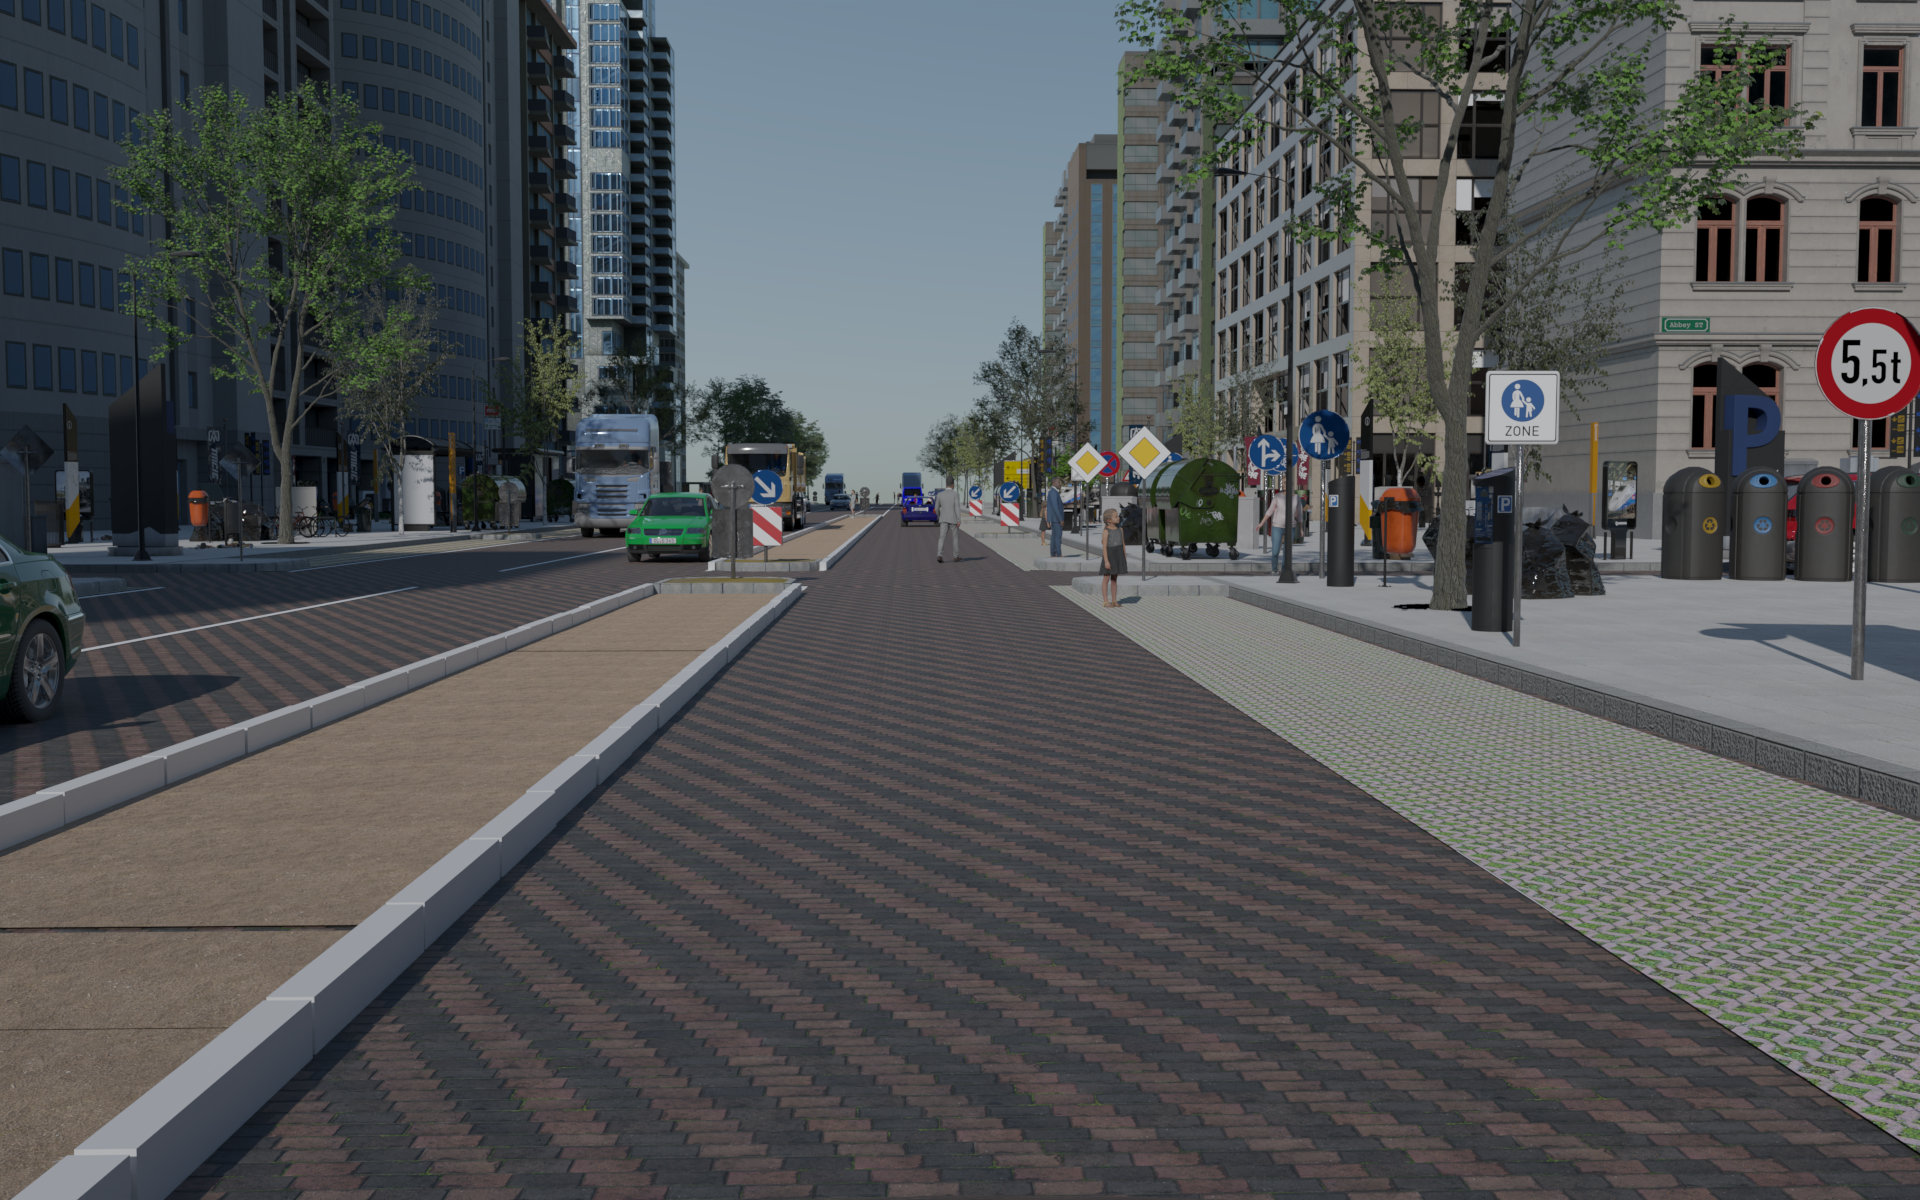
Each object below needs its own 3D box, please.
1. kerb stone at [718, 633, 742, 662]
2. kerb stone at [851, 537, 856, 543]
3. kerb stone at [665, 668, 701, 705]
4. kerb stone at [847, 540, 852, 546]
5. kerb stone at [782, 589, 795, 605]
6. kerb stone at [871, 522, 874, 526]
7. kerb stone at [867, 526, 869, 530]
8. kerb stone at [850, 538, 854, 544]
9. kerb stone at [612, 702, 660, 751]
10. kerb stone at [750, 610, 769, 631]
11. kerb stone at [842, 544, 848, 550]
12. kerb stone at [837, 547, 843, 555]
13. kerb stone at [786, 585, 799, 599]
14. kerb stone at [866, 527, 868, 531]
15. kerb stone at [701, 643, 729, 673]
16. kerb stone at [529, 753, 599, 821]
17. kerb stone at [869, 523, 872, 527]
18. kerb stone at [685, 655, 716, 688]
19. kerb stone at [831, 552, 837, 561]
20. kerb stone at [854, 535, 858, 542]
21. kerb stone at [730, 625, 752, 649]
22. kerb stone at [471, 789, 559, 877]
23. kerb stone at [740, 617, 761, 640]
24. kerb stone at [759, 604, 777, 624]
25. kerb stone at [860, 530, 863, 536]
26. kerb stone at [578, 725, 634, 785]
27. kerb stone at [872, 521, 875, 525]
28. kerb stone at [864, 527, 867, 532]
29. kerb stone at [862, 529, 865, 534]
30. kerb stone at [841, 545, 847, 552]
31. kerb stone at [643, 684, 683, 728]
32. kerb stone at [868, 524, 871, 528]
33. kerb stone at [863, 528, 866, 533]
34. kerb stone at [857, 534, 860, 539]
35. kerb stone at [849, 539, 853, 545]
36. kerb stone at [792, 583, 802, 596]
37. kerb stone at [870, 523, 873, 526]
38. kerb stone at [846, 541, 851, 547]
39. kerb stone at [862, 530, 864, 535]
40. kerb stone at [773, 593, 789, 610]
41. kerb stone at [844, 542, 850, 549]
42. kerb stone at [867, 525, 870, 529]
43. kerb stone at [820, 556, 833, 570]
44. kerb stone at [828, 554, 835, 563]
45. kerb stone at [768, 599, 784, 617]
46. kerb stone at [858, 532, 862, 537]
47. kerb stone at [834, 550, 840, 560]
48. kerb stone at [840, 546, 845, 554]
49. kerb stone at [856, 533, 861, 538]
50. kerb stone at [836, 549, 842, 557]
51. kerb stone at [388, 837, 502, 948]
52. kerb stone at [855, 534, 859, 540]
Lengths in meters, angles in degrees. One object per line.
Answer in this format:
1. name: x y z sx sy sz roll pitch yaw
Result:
1. kerb stone: -2.040 0.430 15.170 0.120 0.150 1.000 0 4 -2
2. kerb stone: -3.066 -1.607 48.466 0.120 0.150 1.000 0 4 -2
3. kerb stone: -1.946 0.618 12.098 0.120 0.150 1.000 0 4 -2
4. kerb stone: -2.973 -1.419 45.393 0.120 0.150 1.000 0 4 -2
5. kerb stone: -2.258 -0.003 22.351 0.120 0.150 1.000 0 4 -2
6. kerb stone: -3.824 -3.111 73.065 0.120 0.150 1.000 0 4 -2
7. kerb stone: -3.571 -2.610 64.873 0.120 0.150 1.000 0 4 -2
8. kerb stone: -3.035 -1.544 47.436 0.120 0.150 1.000 0 4 -2
9. kerb stone: -1.890 0.744 10.048 0.120 0.150 1.000 0 4 -2
10. kerb stone: -2.138 0.241 18.256 0.120 0.150 1.000 0 4 -2
11. kerb stone: -2.879 -1.226 42.320 0.120 0.150 1.000 0 4 -2
12. kerb stone: -2.782 -1.043 39.250 0.120 0.150 1.000 0 4 -2
13. kerb stone: -2.296 -0.070 23.372 0.120 0.150 1.000 0 4 -2
14. kerb stone: -3.508 -2.482 62.810 0.120 0.150 1.000 0 4 -2
15. kerb stone: -2.020 0.492 14.148 0.120 0.150 1.000 0 4 -2
16. kerb stone: -1.829 0.869 7.986 0.120 0.150 1.000 0 4 -2
17. kerb stone: -3.734 -2.924 69.997 0.120 0.150 1.000 0 4 -2
18. kerb stone: -1.983 0.555 13.119 0.120 0.150 1.000 0 4 -2
19. kerb stone: -2.695 -0.855 36.179 0.120 0.150 1.000 0 4 -2
20. kerb stone: -3.132 -1.723 50.515 0.120 0.150 1.000 0 4 -2
21. kerb stone: -2.076 0.366 16.207 0.120 0.150 1.000 0 4 -2
22. kerb stone: -1.786 0.932 6.965 0.120 0.150 1.000 0 4 -2
23. kerb stone: -2.108 0.305 17.234 0.120 0.150 1.000 0 4 -2
24. kerb stone: -2.169 0.178 19.279 0.120 0.150 1.000 0 4 -2
25. kerb stone: -3.322 -2.108 56.656 0.120 0.150 1.000 0 4 -2
26. kerb stone: -1.851 0.806 9.021 0.120 0.150 1.000 0 4 -2
27. kerb stone: -3.880 -3.237 75.115 0.120 0.150 1.000 0 4 -2
28. kerb stone: -3.476 -2.421 61.784 0.120 0.150 1.000 0 4 -2
29. kerb stone: -3.376 -2.233 58.711 0.120 0.150 1.000 0 4 -2
30. kerb stone: -2.843 -1.168 41.299 0.120 0.150 1.000 0 4 -2
31. kerb stone: -1.911 0.680 11.076 0.120 0.150 1.000 0 4 -2
32. kerb stone: -3.674 -2.799 67.954 0.120 0.150 1.000 0 4 -2
33. kerb stone: -3.410 -2.295 59.732 0.120 0.150 1.000 0 4 -2
34. kerb stone: -3.190 -1.849 52.559 0.120 0.150 1.000 0 4 -2
35. kerb stone: -3.004 -1.481 46.415 0.120 0.150 1.000 0 4 -2
36. kerb stone: -2.324 -0.134 24.404 0.120 0.150 1.000 0 4 -2
37. kerb stone: -3.752 -2.986 71.019 0.120 0.150 1.000 0 4 -2
38. kerb stone: -2.942 -1.356 44.365 0.120 0.150 1.000 0 4 -2
39. kerb stone: -3.343 -2.170 57.682 0.120 0.150 1.000 0 4 -2
40. kerb stone: -2.232 0.053 21.328 0.120 0.150 1.000 0 4 -2
41. kerb stone: -2.905 -1.293 43.343 0.120 0.150 1.000 0 4 -2
42. kerb stone: -3.601 -2.671 65.899 0.120 0.150 1.000 0 4 -2
43. kerb stone: -2.627 -0.730 34.136 0.120 0.150 1.000 0 4 -2
44. kerb stone: -2.666 -0.789 35.157 0.120 0.150 1.000 0 4 -2
45. kerb stone: -2.192 0.121 20.307 0.120 0.150 1.000 0 4 -2
46. kerb stone: -3.256 -1.983 54.611 0.120 0.150 1.000 0 4 -2
47. kerb stone: -2.718 -0.918 37.200 0.120 0.150 1.000 0 4 -2
48. kerb stone: -2.816 -1.106 40.277 0.120 0.150 1.000 0 4 -2
49. kerb stone: -3.223 -1.916 53.582 0.120 0.150 1.000 0 4 -2
50. kerb stone: -2.750 -0.981 38.227 0.120 0.150 1.000 0 4 -2
51. kerb stone: -1.757 0.994 5.940 0.120 0.150 1.000 0 4 -2
52. kerb stone: -3.164 -1.794 51.536 0.120 0.150 1.000 0 4 -2
